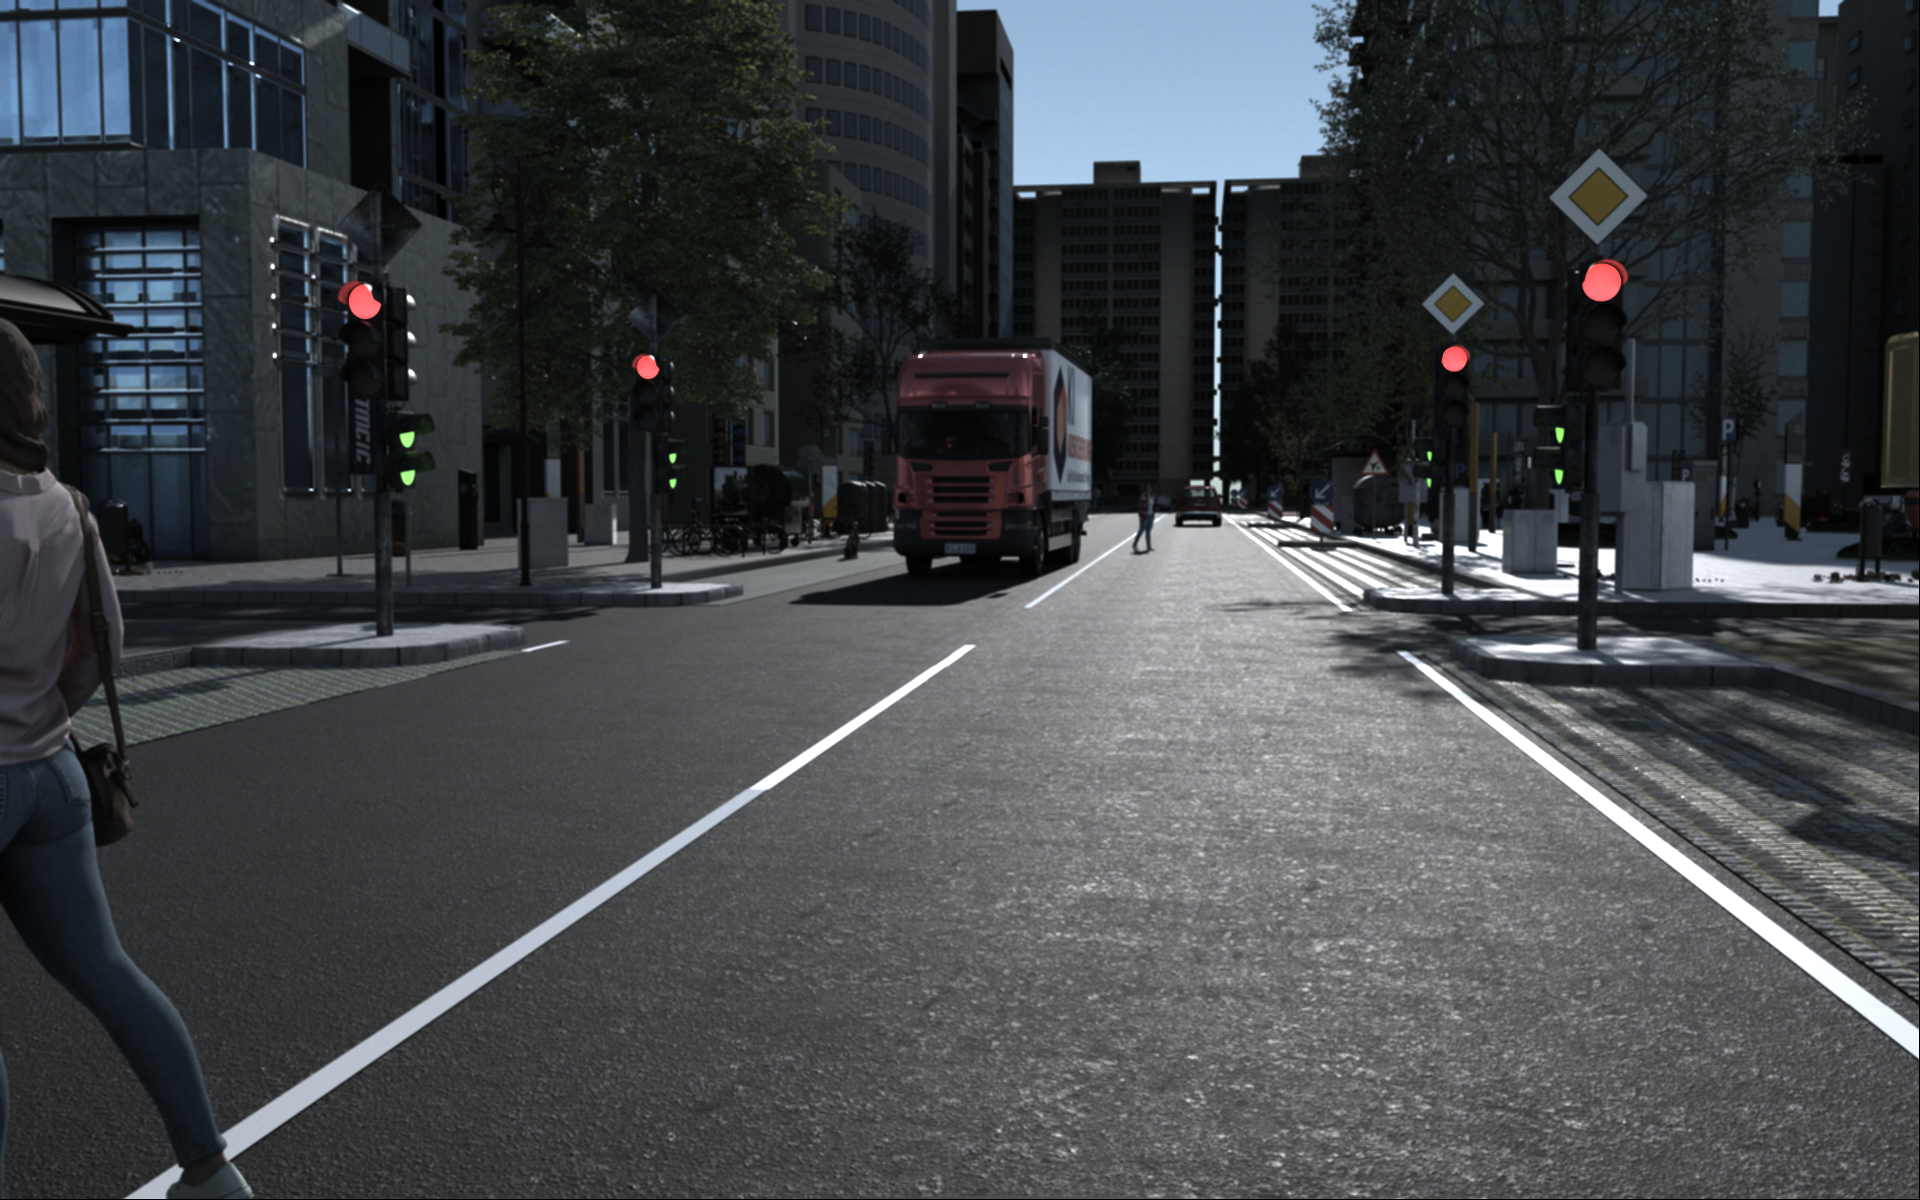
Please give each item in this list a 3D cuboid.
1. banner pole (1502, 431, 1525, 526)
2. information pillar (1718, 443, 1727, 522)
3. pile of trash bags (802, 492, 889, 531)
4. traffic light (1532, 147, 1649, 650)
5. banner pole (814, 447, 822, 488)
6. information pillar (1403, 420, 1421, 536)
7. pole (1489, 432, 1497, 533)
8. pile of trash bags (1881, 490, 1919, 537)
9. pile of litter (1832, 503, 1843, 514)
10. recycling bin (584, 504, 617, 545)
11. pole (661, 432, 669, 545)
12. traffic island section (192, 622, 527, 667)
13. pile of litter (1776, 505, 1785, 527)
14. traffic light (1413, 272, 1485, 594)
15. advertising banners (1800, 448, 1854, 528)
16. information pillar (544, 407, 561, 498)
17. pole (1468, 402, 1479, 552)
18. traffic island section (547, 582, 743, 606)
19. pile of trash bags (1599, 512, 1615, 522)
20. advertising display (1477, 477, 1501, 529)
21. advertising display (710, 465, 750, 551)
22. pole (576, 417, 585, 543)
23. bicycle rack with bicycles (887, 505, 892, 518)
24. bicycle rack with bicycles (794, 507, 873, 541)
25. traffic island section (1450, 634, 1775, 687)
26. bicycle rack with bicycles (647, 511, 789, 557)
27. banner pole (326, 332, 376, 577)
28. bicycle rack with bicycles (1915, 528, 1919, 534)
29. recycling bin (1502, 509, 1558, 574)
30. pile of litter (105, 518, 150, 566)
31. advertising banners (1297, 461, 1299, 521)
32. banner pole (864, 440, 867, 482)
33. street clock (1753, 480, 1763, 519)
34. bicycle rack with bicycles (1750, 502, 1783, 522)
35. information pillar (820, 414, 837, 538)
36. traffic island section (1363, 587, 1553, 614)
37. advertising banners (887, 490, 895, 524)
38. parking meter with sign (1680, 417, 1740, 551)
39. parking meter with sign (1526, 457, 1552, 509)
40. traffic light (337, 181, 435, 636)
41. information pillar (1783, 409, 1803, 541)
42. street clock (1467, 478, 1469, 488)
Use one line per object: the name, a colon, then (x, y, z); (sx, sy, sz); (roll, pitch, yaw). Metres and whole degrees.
banner pole: (22.201, -4.852, 69.349); (0.863, 3.779, 0.401); (0, 4, 3)
information pillar: (35.205, -5.415, 79.891); (0.504, 3.616, 0.183); (-3, 5, -41)
pile of trash bags: (-4.109, -3.097, 60.384); (3.447, 1.369, 1.912); (1, 4, 23)
traffic light: (5.165, -1.547, 14.211); (0.839, 4.253, 0.868); (0, 4, 8)
banner pole: (-6.434, -5.535, 80.515); (0.863, 3.779, 0.401); (2, 4, 26)
information pillar: (13.814, -3.761, 52.848); (0.183, 3.616, 0.504); (-3, 4, -36)
pole: (17.614, -3.877, 57.231); (0.158, 3.312, 0.155); (0, 3, 0)
pile of trash bags: (22.870, -1.943, 41.528); (1.912, 1.369, 3.447); (2, 4, 27)
pile of litter: (41.094, -4.072, 80.539); (1.719, 0.858, 1.176); (-3, 4, -37)
recycling bin: (-9.111, -1.916, 43.878); (0.722, 1.027, 0.722); (0, 4, -2)
pole: (-7.511, -3.069, 44.016); (0.158, 3.312, 0.155); (0, 3, 0)
traffic island section: (-5.242, 0.400, 15.739); (2.009, 0.180, 2.903); (0, 4, 8)
pile of litter: (32.837, -3.323, 68.304); (1.719, 0.858, 1.176); (-3, 4, -38)
traffic light: (6.241, -2.031, 22.123); (0.839, 4.253, 0.868); (0, 4, 8)
advertising banners: (32.931, -4.276, 66.092); (2.074, 3.025, 0.090); (1, 4, 20)
information pillar: (-9.669, -3.045, 41.147); (0.183, 3.616, 0.504); (2, 4, 28)
pole: (11.464, -2.741, 38.661); (0.158, 3.312, 0.155); (0, 3, 0)
traffic island section: (-4.166, -0.084, 23.652); (2.009, 0.180, 2.903); (0, 4, 8)
pile of trash bags: (26.777, -4.022, 75.505); (3.447, 1.369, 1.912); (-2, 4, -24)
advertising display: (19.728, -3.641, 64.743); (0.974, 1.923, 0.123); (3, 4, 38)
advertising display: (-5.170, -2.064, 38.961); (0.974, 1.923, 0.123); (-3, 5, -41)
pole: (-10.000, -3.168, 45.647); (0.158, 3.312, 0.155); (0, 3, 0)
bicycle rack with bicycles: (-2.750, -4.299, 83.670); (2.852, 0.926, 2.925); (1, 4, 14)
bicycle rack with bicycles: (-4.288, -2.172, 48.891); (2.925, 0.926, 2.852); (3, 4, 37)
traffic island section: (5.203, 0.487, 14.319); (2.009, 0.180, 2.903); (0, 4, 8)
bicycle rack with bicycles: (-5.287, -1.394, 36.170); (2.925, 0.926, 2.852); (1, 4, 8)
banner pole: (-9.461, -2.261, 26.991); (0.863, 3.779, 0.401); (-1, 4, -13)
bicycle rack with bicycles: (27.467, -2.040, 46.734); (2.925, 0.926, 2.852); (-1, 4, -11)
recycling bin: (9.260, -0.954, 28.151); (0.722, 1.027, 0.722); (0, 4, 4)
pile of litter: (-15.436, -1.082, 31.658); (1.176, 0.858, 1.719); (0, 4, 0)
advertising banners: (16.205, -5.317, 83.117); (0.090, 3.025, 2.074); (1, 4, 11)
banner pole: (-4.406, -5.565, 80.997); (0.401, 3.779, 0.863); (0, 4, 5)
street clock: (40.229, -5.063, 87.353); (0.471, 2.002, 0.358); (-3, 4, -37)
bicycle rack with bicycles: (37.710, -4.143, 81.123); (2.852, 0.926, 2.925); (2, 4, 35)
information pillar: (-3.833, -3.624, 50.609); (0.504, 3.616, 0.183); (-2, 4, -33)
traffic island section: (6.279, 0.003, 22.232); (2.009, 0.180, 2.903); (0, 4, 8)
advertising banners: (-2.901, -4.853, 75.530); (0.090, 3.025, 2.074); (1, 4, 11)
parking meter with sign: (16.775, -2.640, 39.420); (1.738, 3.016, 0.543); (-1, 4, -14)
parking meter with sign: (27.241, -5.154, 80.523); (1.738, 3.016, 0.543); (2, 4, 35)
traffic light: (-5.203, -1.632, 15.599); (0.839, 4.253, 0.868); (0, 4, 8)
information pillar: (22.957, -3.447, 47.715); (0.504, 3.616, 0.183); (-1, 4, -9)
street clock: (23.067, -4.541, 78.819); (0.358, 2.002, 0.471); (2, 4, 28)
